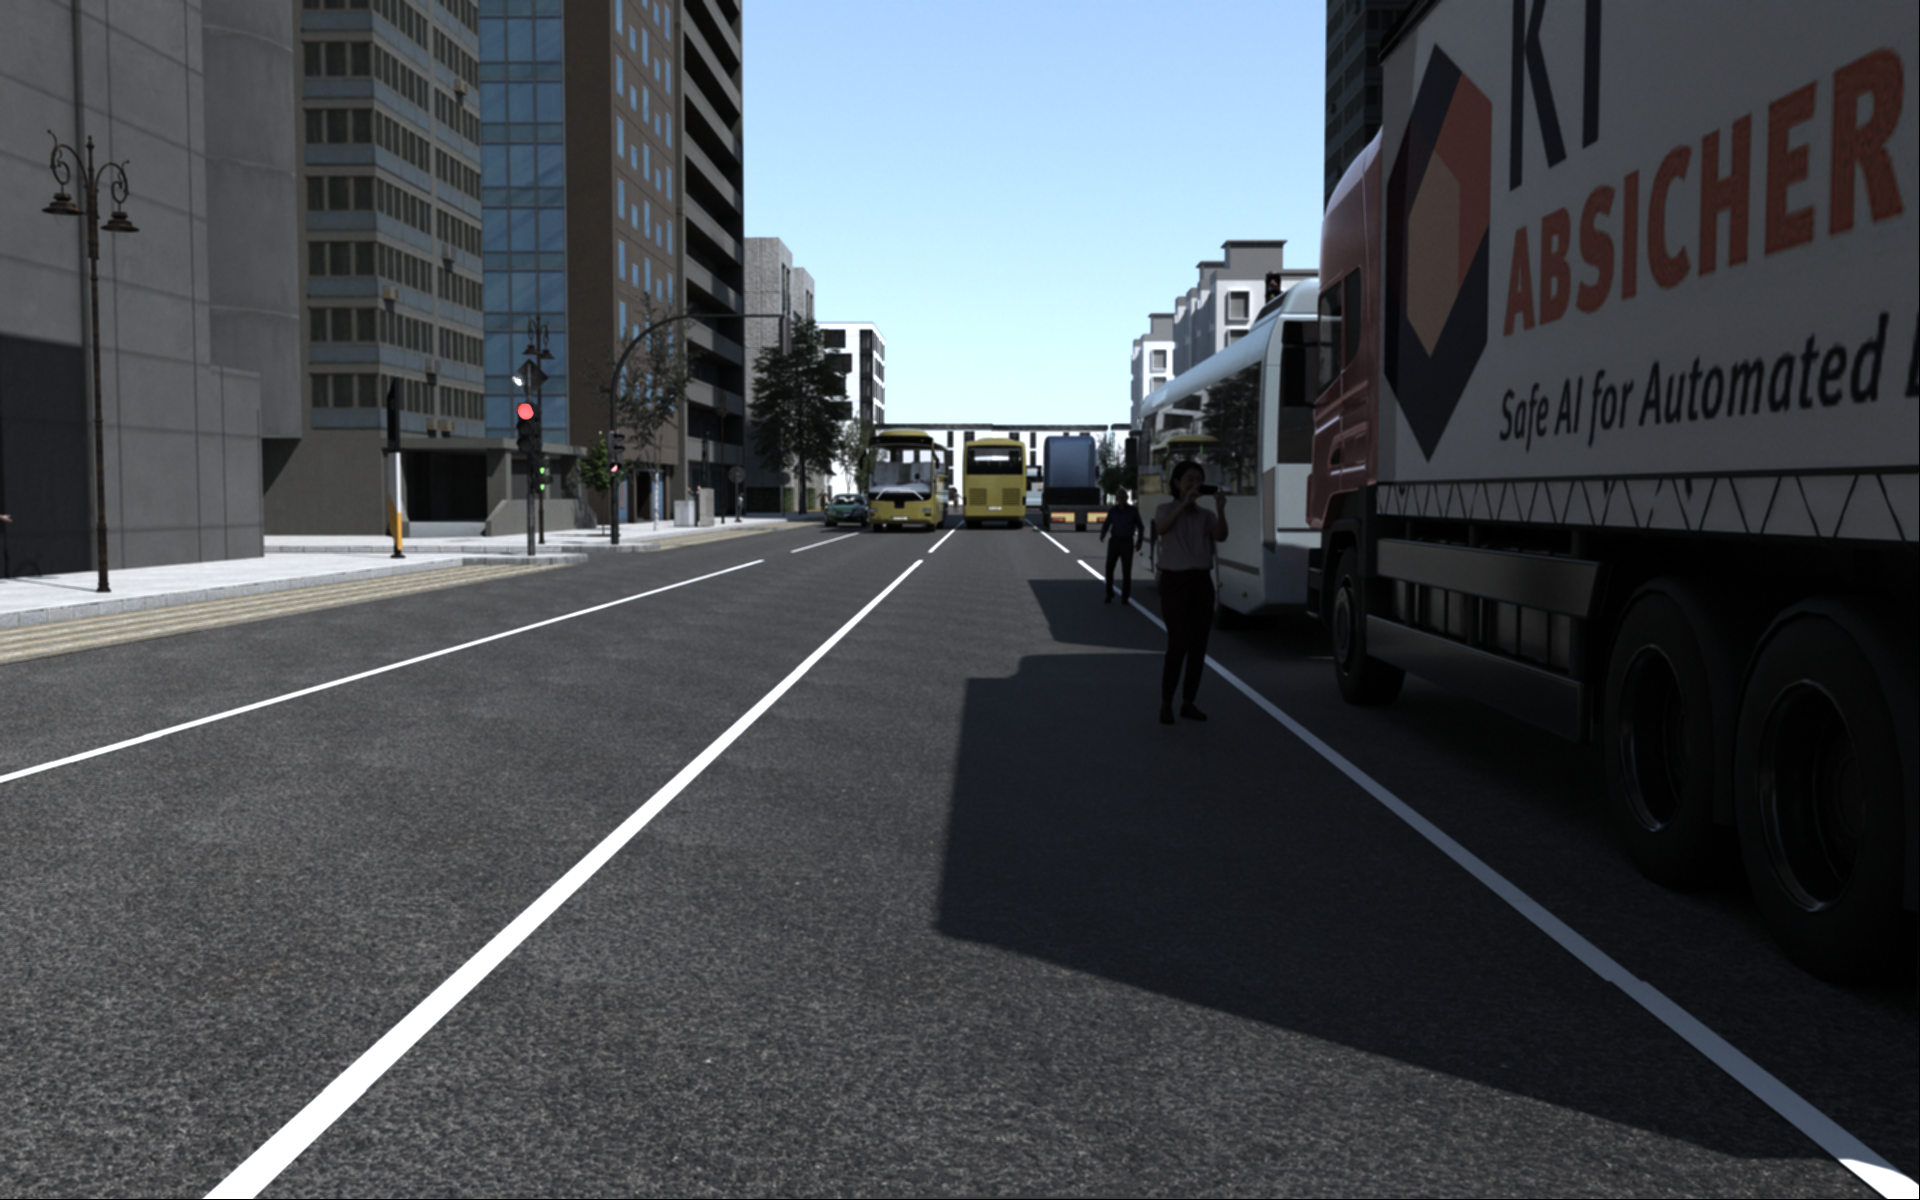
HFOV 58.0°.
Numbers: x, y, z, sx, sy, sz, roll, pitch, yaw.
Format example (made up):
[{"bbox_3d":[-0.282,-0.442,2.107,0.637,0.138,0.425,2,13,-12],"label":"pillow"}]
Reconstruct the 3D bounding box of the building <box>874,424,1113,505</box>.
[{"bbox_3d":[3.906,-16.425,210.689,28.070,9.664,9.099,0,4,1],"label":"building"}]

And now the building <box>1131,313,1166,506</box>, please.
[{"bbox_3d":[26.528,-20.167,186.151,16.016,20.091,11.380,0,4,1],"label":"building"}]

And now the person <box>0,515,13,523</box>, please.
[{"bbox_3d":[-13.532,-0.961,23.710,0.963,1.587,0.435,-1,4,-15],"label":"person"}]

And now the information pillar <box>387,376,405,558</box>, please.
[{"bbox_3d":[-11.322,-2.650,34.682,0.183,3.616,0.504,-3,4,-38],"label":"information pillar"}]

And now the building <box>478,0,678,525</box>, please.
[{"bbox_3d":[-20.823,-26.088,76.644,14.600,45.320,14.200,0,4,1],"label":"building"}]

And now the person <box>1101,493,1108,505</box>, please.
[{"bbox_3d":[12.602,-8.684,151.199,0.721,1.735,1.217,2,4,31],"label":"person"}]

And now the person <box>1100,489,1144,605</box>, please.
[{"bbox_3d":[2.018,-0.691,22.486,0.574,1.496,0.600,3,5,42],"label":"person"}]

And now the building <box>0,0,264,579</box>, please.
[{"bbox_3d":[-24.641,-35.768,23.060,20.611,71.187,20.563,0,4,1],"label":"building"}]

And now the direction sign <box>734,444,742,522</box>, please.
[{"bbox_3d":[-10.143,-5.327,79.089,0.379,3.537,0.876,0,4,-4],"label":"direction sign"}]

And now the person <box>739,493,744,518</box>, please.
[{"bbox_3d":[-11.606,-4.985,91.464,0.435,1.345,0.340,2,4,28],"label":"person"}]

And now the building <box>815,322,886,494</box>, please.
[{"bbox_3d":[-26.364,-22.993,219.912,32.646,21.610,27.936,0,4,1],"label":"building"}]

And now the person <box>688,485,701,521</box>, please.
[{"bbox_3d":[-12.404,-4.548,81.210,0.742,1.727,0.445,0,4,-3],"label":"person"}]

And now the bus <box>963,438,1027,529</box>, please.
[{"bbox_3d":[1.518,-5.091,74.777,2.896,3.916,12.252,0,4,1],"label":"bus"}]

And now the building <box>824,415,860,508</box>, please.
[{"bbox_3d":[-25.272,-15.071,188.565,28.070,9.664,9.099,0,4,1],"label":"building"}]

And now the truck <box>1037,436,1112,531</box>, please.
[{"bbox_3d":[4.876,-5.174,74.356,2.967,4.110,18.799,0,4,2],"label":"truck"}]

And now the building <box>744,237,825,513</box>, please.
[{"bbox_3d":[-20.508,-16.443,135.297,16.747,18.905,31.486,0,4,1],"label":"building"}]

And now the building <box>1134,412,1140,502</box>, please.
[{"bbox_3d":[22.589,-13.694,166.039,9.099,9.664,28.070,0,4,1],"label":"building"}]

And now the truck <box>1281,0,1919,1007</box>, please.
[{"bbox_3d":[3.723,-1.187,8.327,2.839,4.237,11.283,0,4,1],"label":"truck"}]

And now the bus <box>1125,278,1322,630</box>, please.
[{"bbox_3d":[3.953,-1.621,21.364,2.948,3.499,13.247,0,4,1],"label":"bus"}]

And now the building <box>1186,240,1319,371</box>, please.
[{"bbox_3d":[26.491,-17.009,134.522,16.016,20.091,11.380,0,4,1],"label":"building"}]

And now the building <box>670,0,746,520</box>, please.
[{"bbox_3d":[-23.963,-28.793,94.475,21.300,48.544,21.600,0,4,1],"label":"building"}]

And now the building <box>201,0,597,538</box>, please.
[{"bbox_3d":[-30.021,-22.387,57.909,32.217,40.220,23.993,0,4,1],"label":"building"}]

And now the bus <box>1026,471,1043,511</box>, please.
[{"bbox_3d":[6.231,-9.337,147.520,2.948,3.499,13.247,0,4,3],"label":"bus"}]

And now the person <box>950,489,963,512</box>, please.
[{"bbox_3d":[-0.303,-7.901,137.681,1.348,1.824,0.705,2,4,33],"label":"person"}]

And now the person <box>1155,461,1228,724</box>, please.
[{"bbox_3d":[1.466,-0.059,10.926,0.517,1.644,0.566,2,4,25],"label":"person"}]

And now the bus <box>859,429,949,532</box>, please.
[{"bbox_3d":[-1.974,-4.714,68.628,2.896,3.916,12.252,0,4,2],"label":"bus"}]

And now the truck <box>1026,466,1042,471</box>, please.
[{"bbox_3d":[6.839,-11.407,175.417,2.839,4.237,11.283,0,3,0],"label":"truck"}]

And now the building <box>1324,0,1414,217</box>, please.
[{"bbox_3d":[33.964,-24.819,97.664,32.217,40.220,23.993,0,4,1],"label":"building"}]

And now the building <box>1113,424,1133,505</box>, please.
[{"bbox_3d":[32.381,-16.406,210.385,28.070,9.664,9.099,0,4,1],"label":"building"}]

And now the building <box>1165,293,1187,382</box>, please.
[{"bbox_3d":[26.151,-17.709,145.961,16.016,20.091,11.380,0,4,1],"label":"building"}]
